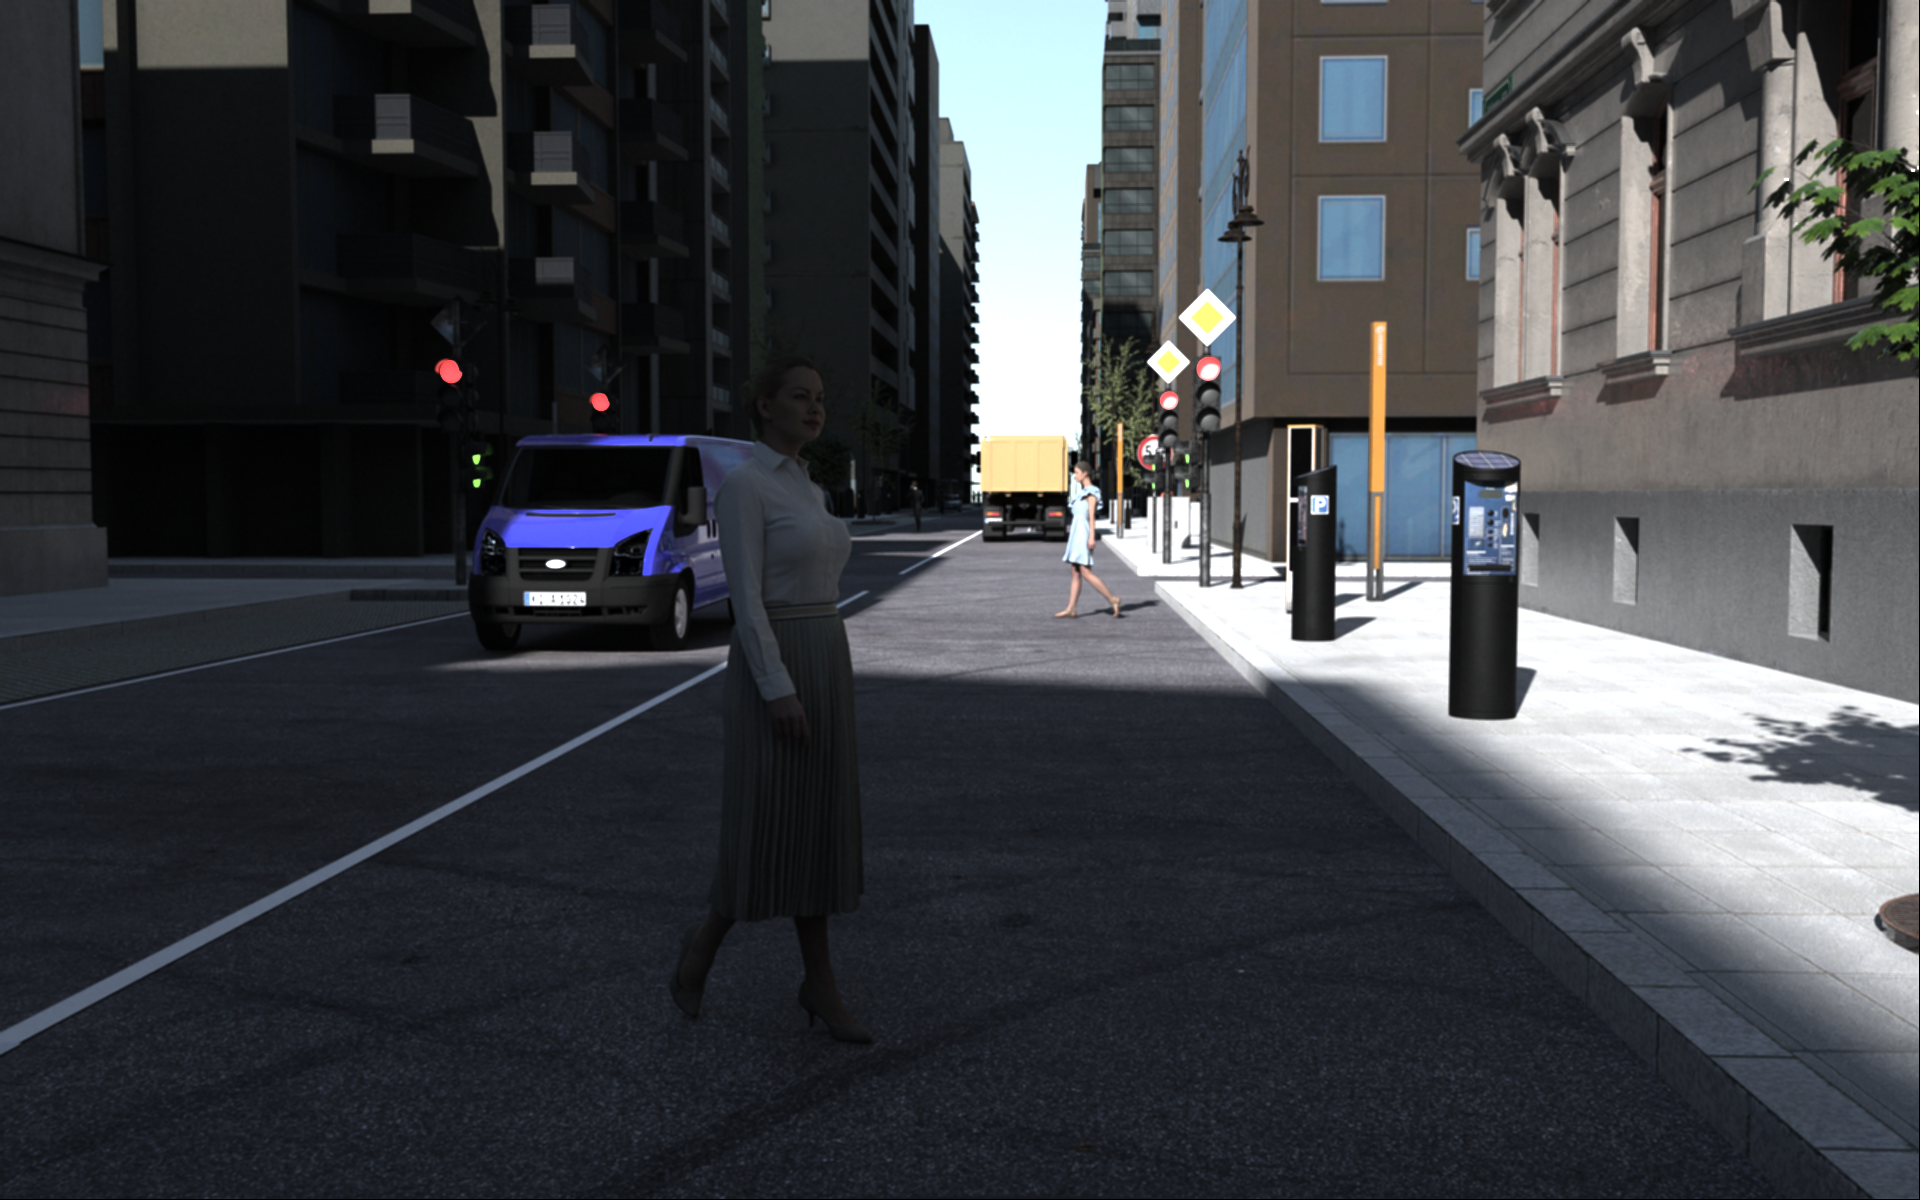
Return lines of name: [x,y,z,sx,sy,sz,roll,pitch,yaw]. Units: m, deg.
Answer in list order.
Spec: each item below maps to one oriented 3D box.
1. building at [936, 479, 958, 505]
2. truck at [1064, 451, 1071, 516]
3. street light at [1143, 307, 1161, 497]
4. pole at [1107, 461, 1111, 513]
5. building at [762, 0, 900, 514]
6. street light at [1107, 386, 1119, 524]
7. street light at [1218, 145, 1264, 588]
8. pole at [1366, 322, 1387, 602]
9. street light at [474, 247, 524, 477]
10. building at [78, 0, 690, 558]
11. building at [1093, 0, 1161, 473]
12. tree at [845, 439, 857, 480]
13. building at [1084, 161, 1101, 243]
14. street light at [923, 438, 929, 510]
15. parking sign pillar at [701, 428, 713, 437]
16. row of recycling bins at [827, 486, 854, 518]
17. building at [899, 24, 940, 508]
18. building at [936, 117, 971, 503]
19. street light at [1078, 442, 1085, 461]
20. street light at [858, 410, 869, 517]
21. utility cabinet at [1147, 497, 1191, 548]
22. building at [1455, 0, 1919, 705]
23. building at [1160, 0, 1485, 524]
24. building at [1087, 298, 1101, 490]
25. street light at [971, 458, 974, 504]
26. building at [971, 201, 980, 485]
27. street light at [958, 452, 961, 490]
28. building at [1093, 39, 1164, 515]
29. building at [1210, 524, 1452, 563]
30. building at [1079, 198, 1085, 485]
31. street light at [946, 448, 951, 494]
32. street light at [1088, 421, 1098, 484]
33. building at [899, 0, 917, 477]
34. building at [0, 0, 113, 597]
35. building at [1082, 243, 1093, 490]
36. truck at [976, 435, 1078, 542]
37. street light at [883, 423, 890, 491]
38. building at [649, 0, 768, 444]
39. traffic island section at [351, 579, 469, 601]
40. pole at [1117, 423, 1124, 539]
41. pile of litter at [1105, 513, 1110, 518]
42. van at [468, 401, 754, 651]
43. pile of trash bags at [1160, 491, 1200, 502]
building: [-16.620,-31.346,204.392,32.217,40.220,23.993,0,4,3]
truck: [6.202,-7.923,118.460,2.839,4.237,11.283,0,4,3]
street light: [4.785,-4.289,42.910,0.468,5.910,1.993,0,4,3]
pole: [9.180,-6.885,106.413,0.158,3.312,0.155,0,3,0]
building: [-15.733,-30.277,118.734,21.300,48.544,21.600,0,4,3]
street light: [6.564,-6.211,74.339,0.468,5.910,1.993,0,4,3]
street light: [3.773,-3.097,23.431,0.468,5.910,1.993,0,4,3]
pole: [4.965,-1.639,20.645,0.158,3.312,0.155,0,3,0]
street light: [-8.661,-3.664,32.687,0.468,5.910,1.993,0,4,3]
building: [-19.955,-23.995,46.937,22.147,44.769,28.867,0,4,3]
building: [22.601,-31.554,135.512,23.786,49.044,30.456,0,4,3]
tree: [-6.748,-6.235,85.649,4.285,4.588,4.351,0,3,0]
building: [23.420,-35.392,228.777,14.600,45.320,14.200,0,4,3]
street light: [-2.772,-10.264,140.596,0.468,5.910,1.993,0,4,3]
parking sign pillar: [-10.696,-5.031,70.729,1.447,3.967,1.447,0,4,8]
row of recycling bins: [-7.499,-5.293,93.660,3.534,1.692,1.069,-1,4,-8]
building: [-9.301,-31.422,163.867,14.600,45.320,14.200,0,4,3]
building: [-9.661,-36.896,226.953,21.300,48.544,21.600,0,4,3]
street light: [10.764,-10.931,151.508,0.468,5.910,1.993,0,4,3]
street light: [-5.298,-7.503,95.467,0.468,5.910,1.993,0,4,3]
utility cabinet: [5.011,-1.859,41.563,1.020,1.237,0.306,1,4,13]
building: [12.066,-13.611,9.924,14.401,28.519,23.554,0,4,3]
building: [17.659,-26.841,88.966,14.600,45.320,14.200,0,4,3]
building: [26.393,-19.681,166.818,27.650,21.520,28.899,0,4,3]
street light: [1.623,-15.367,224.033,0.468,5.910,1.993,0,4,3]
building: [-8.426,-36.551,252.225,22.147,44.769,28.867,0,4,3]
street light: [-0.066,-13.441,192.547,0.468,5.910,1.993,0,4,3]
building: [16.223,-20.918,113.713,14.160,30.474,14.107,0,4,3]
building: [12.885,-23.677,37.233,14.200,45.320,14.600,0,4,3]
building: [28.452,-36.443,250.474,22.147,44.769,28.867,0,4,3]
street light: [-1.168,-12.184,171.990,0.468,5.910,1.993,0,4,3]
street light: [8.278,-8.163,106.261,0.468,5.910,1.993,0,4,3]
building: [-17.964,-33.885,143.266,28.713,52.752,27.495,0,4,3]
building: [-21.112,-9.455,19.217,19.286,19.102,10.561,0,4,3]
building: [21.112,-26.214,200.292,14.160,30.474,14.107,0,4,3]
truck: [2.104,-3.632,55.310,3.469,3.379,9.791,0,4,3]
street light: [-4.534,-8.339,109.133,0.468,5.910,1.993,0,4,3]
building: [-16.913,-24.160,78.617,14.154,41.232,14.086,0,4,3]
traffic island section: [-7.073,-0.135,24.496,2.009,0.180,2.903,0,4,3]
pole: [4.614,-3.425,49.846,0.158,3.312,0.155,0,3,0]
pile of litter: [8.350,-4.885,93.836,1.176,0.858,1.719,2,4,30]
van: [-3.324,-0.810,17.625,2.240,2.365,5.245,0,4,4]
pile of trash bags: [7.248,-2.884,56.912,1.912,1.369,3.447,1,4,23]
